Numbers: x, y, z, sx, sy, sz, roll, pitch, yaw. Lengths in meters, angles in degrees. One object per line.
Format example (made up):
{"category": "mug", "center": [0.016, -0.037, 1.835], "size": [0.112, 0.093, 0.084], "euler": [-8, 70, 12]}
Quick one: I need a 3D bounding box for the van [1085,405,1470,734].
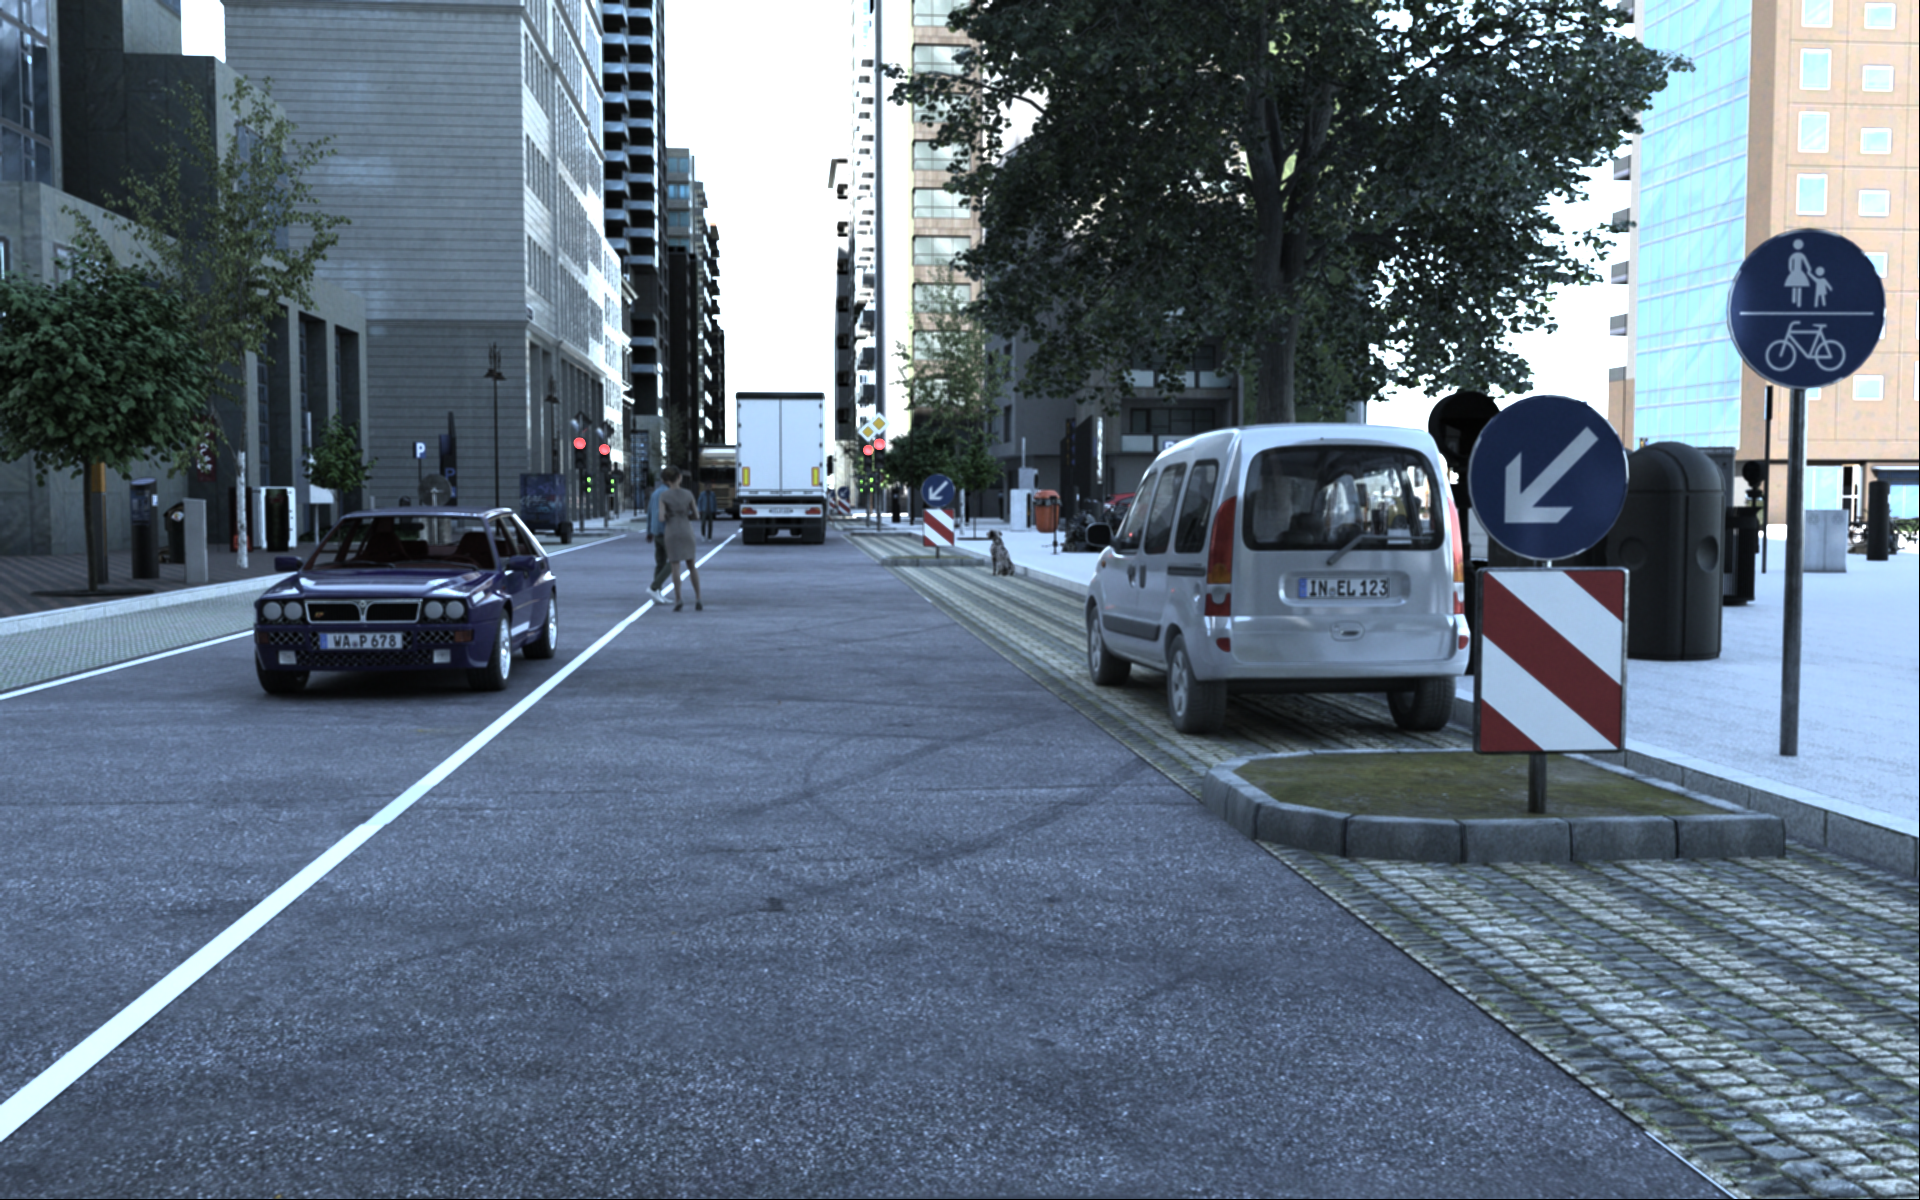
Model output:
{"category": "van", "center": [1.954, -0.289, 11.739], "size": [2.013, 2.044, 4.112], "euler": [0, 4, -6]}

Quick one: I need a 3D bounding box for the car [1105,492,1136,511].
{"category": "car", "center": [7.278, -3.437, 65.232], "size": [4.494, 1.783, 2.155], "euler": [0, 4, -6]}

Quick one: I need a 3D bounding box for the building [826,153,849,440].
{"category": "building", "center": [-5.558, -41.296, 264.421], "size": [28.713, 52.752, 27.495], "euler": [0, 4, -6]}

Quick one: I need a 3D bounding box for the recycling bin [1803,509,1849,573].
{"category": "recycling bin", "center": [14.186, -0.982, 28.617], "size": [0.722, 1.027, 0.722], "euler": [1, 4, 11]}

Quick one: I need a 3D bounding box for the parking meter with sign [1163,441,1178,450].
{"category": "parking meter with sign", "center": [7.412, -3.725, 57.166], "size": [0.543, 3.016, 1.738], "euler": [3, 5, 41]}

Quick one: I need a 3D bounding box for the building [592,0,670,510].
{"category": "building", "center": [-37.108, -51.430, 153.549], "size": [22.319, 86.520, 31.000], "euler": [0, 4, -6]}

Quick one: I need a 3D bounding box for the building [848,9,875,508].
{"category": "building", "center": [1.027, -33.775, 171.832], "size": [23.786, 49.044, 30.456], "euler": [0, 4, -6]}

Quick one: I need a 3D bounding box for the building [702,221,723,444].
{"category": "building", "center": [-48.263, -37.545, 268.479], "size": [22.147, 44.769, 28.867], "euler": [0, 4, -6]}

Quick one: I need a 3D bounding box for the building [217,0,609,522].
{"category": "building", "center": [-23.515, -18.514, 80.201], "size": [11.434, 29.767, 29.804], "euler": [0, 4, -6]}

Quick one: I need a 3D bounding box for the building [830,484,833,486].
{"category": "building", "center": [-7.096, -36.611, 290.475], "size": [32.217, 40.220, 23.993], "euler": [0, 4, -6]}

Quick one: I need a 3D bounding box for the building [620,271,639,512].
{"category": "building", "center": [-28.604, -15.716, 121.580], "size": [10.561, 19.102, 19.286], "euler": [0, 4, -6]}

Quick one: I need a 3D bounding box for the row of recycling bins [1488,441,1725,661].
{"category": "row of recycling bins", "center": [5.460, -0.481, 14.980], "size": [1.069, 1.692, 3.534], "euler": [0, 4, -2]}

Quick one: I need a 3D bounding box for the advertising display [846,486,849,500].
{"category": "advertising display", "center": [-8.965, -8.133, 138.184], "size": [0.123, 1.923, 0.974], "euler": [-1, 4, -14]}

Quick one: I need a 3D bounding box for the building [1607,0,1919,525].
{"category": "building", "center": [39.334, -26.130, 77.343], "size": [14.200, 45.320, 14.600], "euler": [0, 4, -6]}

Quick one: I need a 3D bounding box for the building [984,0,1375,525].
{"category": "building", "center": [8.649, -23.831, 73.226], "size": [14.086, 41.232, 14.154], "euler": [0, 4, -6]}

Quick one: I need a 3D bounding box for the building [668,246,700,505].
{"category": "building", "center": [-37.364, -26.142, 199.130], "size": [14.160, 30.474, 14.107], "euler": [0, 4, -6]}

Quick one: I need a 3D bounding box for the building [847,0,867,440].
{"category": "building", "center": [-7.066, -48.995, 239.318], "size": [20.563, 71.187, 20.611], "euler": [0, 4, -6]}

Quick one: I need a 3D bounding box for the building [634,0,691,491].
{"category": "building", "center": [-38.823, -45.350, 179.732], "size": [20.563, 71.187, 20.611], "euler": [0, 4, -6]}

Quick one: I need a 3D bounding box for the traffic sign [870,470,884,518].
{"category": "traffic sign", "center": [-4.443, -5.671, 92.823], "size": [0.768, 2.556, 0.104], "euler": [0, 4, 2]}

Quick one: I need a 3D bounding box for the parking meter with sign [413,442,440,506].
{"category": "parking meter with sign", "center": [-17.350, -3.765, 57.825], "size": [1.738, 3.016, 0.543], "euler": [1, 4, 22]}

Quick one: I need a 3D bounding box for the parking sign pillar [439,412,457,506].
{"category": "parking sign pillar", "center": [-16.570, -4.138, 56.133], "size": [1.447, 3.967, 1.447], "euler": [-1, 4, -20]}

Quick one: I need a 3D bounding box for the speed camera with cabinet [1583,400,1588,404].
{"category": "speed camera with cabinet", "center": [12.473, -2.581, 36.535], "size": [2.038, 3.252, 0.660], "euler": [1, 4, 11]}

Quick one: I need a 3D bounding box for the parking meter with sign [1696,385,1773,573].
{"category": "parking meter with sign", "center": [12.245, -1.956, 28.248], "size": [1.738, 3.016, 0.543], "euler": [1, 4, 23]}

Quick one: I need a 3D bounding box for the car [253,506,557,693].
{"category": "car", "center": [-4.281, -0.072, 13.761], "size": [1.945, 1.354, 3.894], "euler": [0, 4, -5]}

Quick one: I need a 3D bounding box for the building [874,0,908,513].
{"category": "building", "center": [4.126, -35.874, 128.539], "size": [21.231, 58.520, 28.212], "euler": [0, 4, -6]}

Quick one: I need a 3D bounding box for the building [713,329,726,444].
{"category": "building", "center": [-46.558, -31.743, 290.705], "size": [14.160, 30.474, 14.107], "euler": [0, 4, -6]}

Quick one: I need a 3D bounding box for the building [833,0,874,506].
{"category": "building", "center": [-3.336, -54.337, 201.075], "size": [22.319, 86.520, 31.000], "euler": [0, 4, -6]}

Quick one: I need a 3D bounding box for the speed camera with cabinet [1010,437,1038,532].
{"category": "speed camera with cabinet", "center": [2.225, -4.009, 59.881], "size": [0.660, 3.252, 2.038], "euler": [1, 4, 14]}

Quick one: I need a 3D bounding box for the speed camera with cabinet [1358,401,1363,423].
{"category": "speed camera with cabinet", "center": [8.421, -2.658, 37.793], "size": [0.660, 3.252, 2.038], "euler": [0, 4, 4]}

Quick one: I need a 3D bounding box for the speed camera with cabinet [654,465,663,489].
{"category": "speed camera with cabinet", "center": [-20.837, -7.660, 119.581], "size": [0.660, 3.252, 2.038], "euler": [-1, 4, -10]}

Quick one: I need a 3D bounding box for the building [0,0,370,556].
{"category": "building", "center": [-33.922, -44.627, 42.330], "size": [31.000, 86.520, 22.319], "euler": [0, 4, -6]}

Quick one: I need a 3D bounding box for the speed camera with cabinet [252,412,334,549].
{"category": "speed camera with cabinet", "center": [-15.953, -2.868, 41.231], "size": [0.660, 3.252, 2.038], "euler": [2, 4, 33]}

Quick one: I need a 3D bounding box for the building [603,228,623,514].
{"category": "building", "center": [-26.324, -15.221, 103.613], "size": [10.420, 20.320, 16.860], "euler": [0, 4, -6]}

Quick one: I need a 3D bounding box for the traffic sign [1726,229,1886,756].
{"category": "traffic sign", "center": [4.073, -0.509, 8.435], "size": [0.768, 2.556, 0.104], "euler": [0, 4, -1]}

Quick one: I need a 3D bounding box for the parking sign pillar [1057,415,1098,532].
{"category": "parking sign pillar", "center": [4.076, -4.341, 59.450], "size": [1.447, 3.967, 1.447], "euler": [3, 5, 40]}

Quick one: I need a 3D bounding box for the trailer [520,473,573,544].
{"category": "trailer", "center": [-11.801, -2.554, 48.808], "size": [1.471, 1.999, 3.904], "euler": [0, 4, -7]}

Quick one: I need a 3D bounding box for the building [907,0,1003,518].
{"category": "building", "center": [3.799, -20.086, 100.110], "size": [14.160, 30.474, 14.107], "euler": [0, 4, -6]}

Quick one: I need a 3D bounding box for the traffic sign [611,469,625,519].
{"category": "traffic sign", "center": [-17.542, -5.417, 88.667], "size": [0.768, 2.556, 0.104], "euler": [0, 4, 3]}

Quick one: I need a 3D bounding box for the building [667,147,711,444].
{"category": "building", "center": [-45.959, -37.873, 238.824], "size": [23.786, 49.044, 30.456], "euler": [0, 4, -6]}

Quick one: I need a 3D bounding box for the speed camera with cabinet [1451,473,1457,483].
{"category": "speed camera with cabinet", "center": [24.640, -5.667, 86.984], "size": [0.660, 3.252, 2.038], "euler": [1, 4, 19]}
